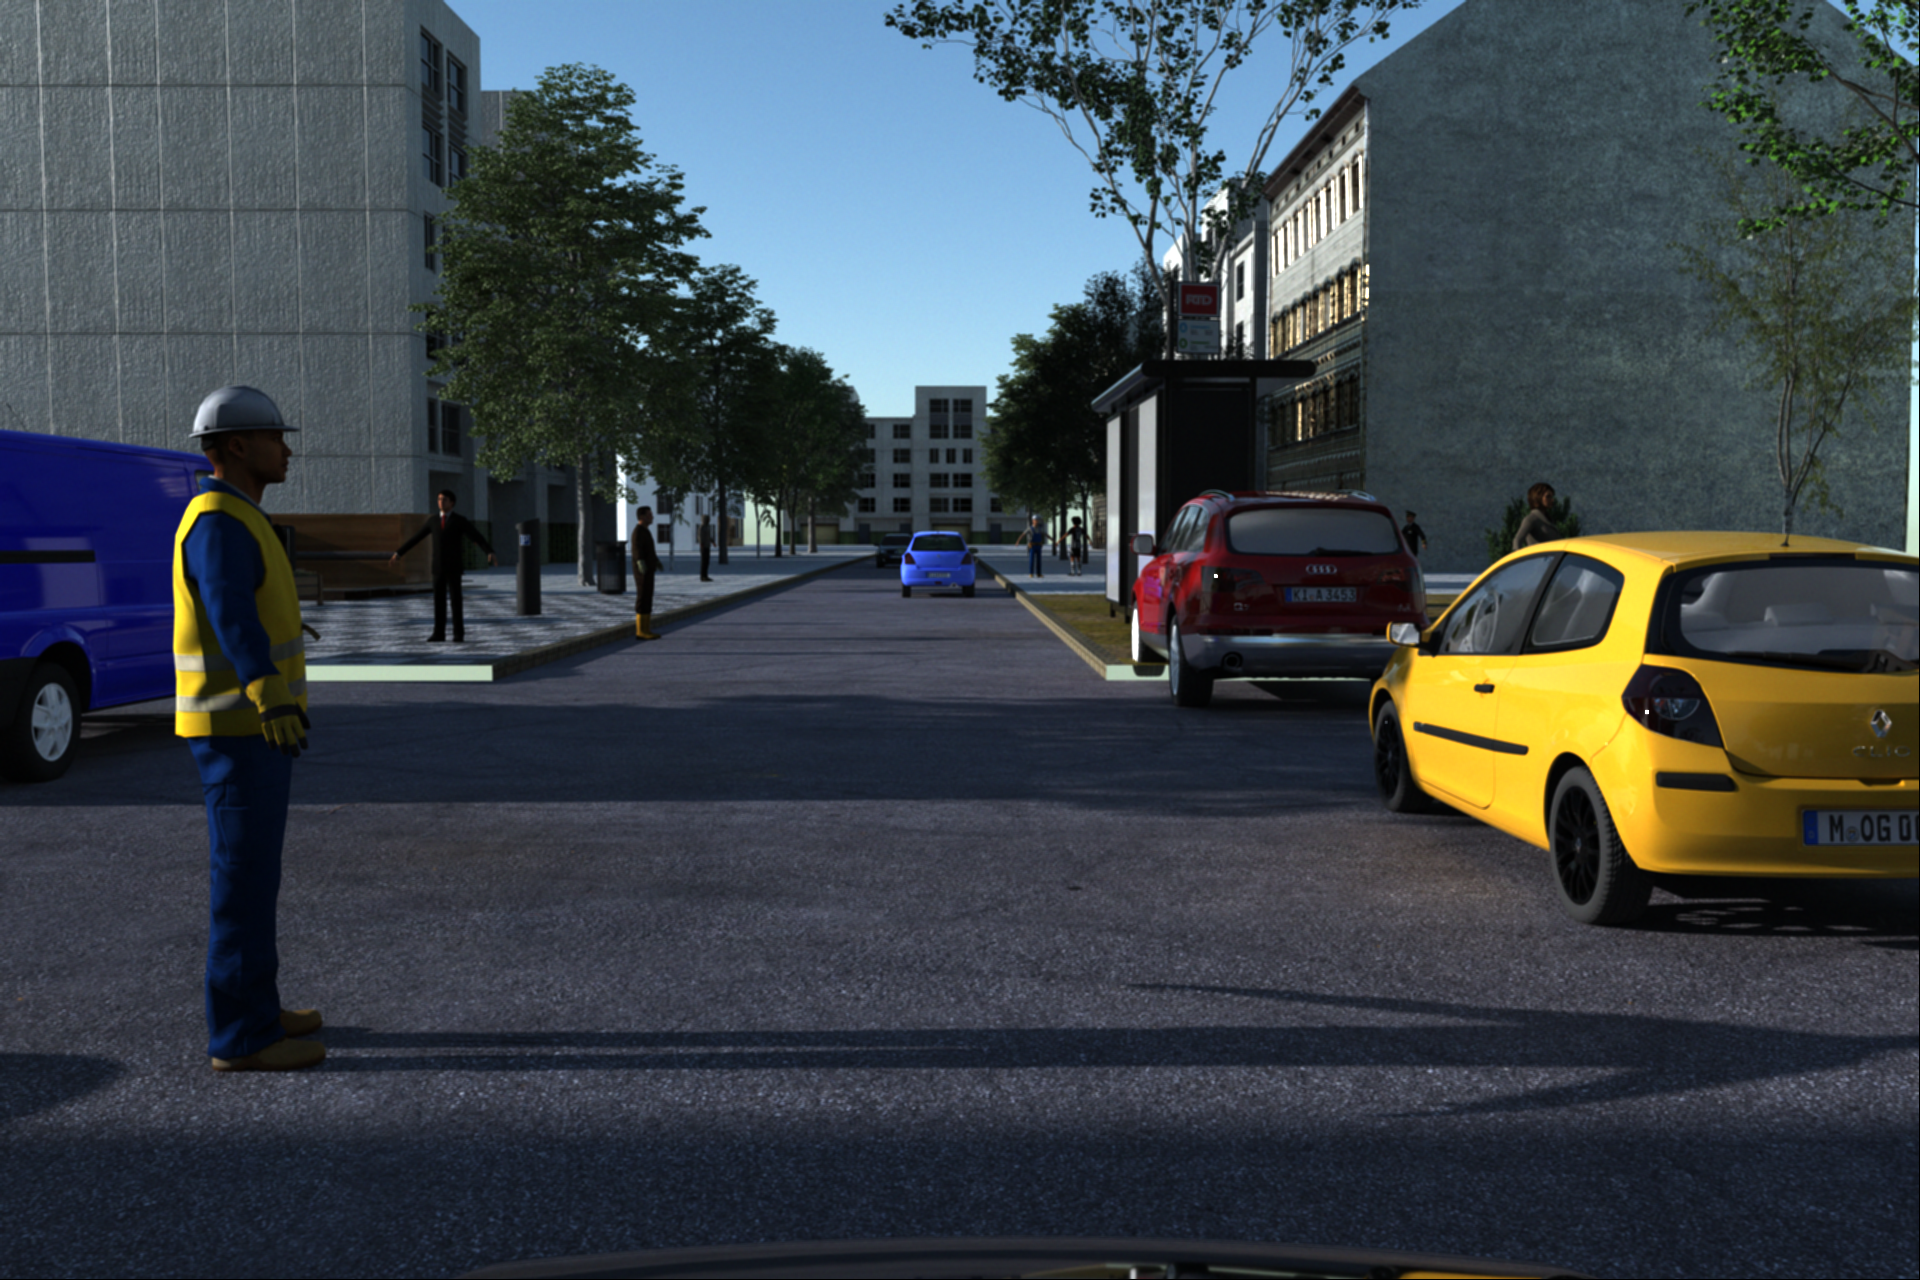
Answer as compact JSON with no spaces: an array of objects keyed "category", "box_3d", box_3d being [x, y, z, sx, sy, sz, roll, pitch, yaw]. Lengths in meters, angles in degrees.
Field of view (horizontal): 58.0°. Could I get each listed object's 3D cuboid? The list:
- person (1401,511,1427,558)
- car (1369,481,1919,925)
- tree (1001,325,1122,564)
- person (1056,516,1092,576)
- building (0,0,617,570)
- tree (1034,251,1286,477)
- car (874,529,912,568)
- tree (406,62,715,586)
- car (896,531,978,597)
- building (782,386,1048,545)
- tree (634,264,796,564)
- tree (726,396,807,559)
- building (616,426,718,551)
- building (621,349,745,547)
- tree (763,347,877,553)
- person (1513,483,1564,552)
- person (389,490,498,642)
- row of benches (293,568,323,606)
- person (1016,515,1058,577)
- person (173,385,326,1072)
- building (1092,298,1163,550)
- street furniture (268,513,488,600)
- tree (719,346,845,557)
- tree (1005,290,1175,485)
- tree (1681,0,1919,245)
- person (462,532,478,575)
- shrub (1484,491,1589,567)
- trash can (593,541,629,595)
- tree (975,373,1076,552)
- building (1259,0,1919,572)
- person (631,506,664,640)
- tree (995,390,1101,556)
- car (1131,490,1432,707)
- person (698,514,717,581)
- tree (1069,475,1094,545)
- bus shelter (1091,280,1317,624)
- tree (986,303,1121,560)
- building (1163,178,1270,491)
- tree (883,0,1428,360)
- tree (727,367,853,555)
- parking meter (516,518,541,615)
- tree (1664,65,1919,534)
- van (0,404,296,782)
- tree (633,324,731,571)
[{"category":"person","box_3d":[10.690,-2.157,41.196,0.705,1.837,1.347,-2,4,-25]},{"category":"car","box_3d":[3.073,0.149,7.791,2.015,1.641,3.980,0,4,-1]},{"category":"tree","box_3d":[5.584,-8.564,74.428,8.767,10.594,7.601,2,4,32]},{"category":"person","box_3d":[3.555,-2.887,53.341,1.345,1.843,0.704,-2,4,-30]},{"category":"building","box_3d":[-25.407,-12.419,69.502,16.747,18.905,31.486,0,4,0]},{"category":"tree","box_3d":[6.383,-7.456,56.325,8.767,10.594,7.601,1,4,11]},{"category":"car","box_3d":[-2.698,-3.971,74.710,2.009,1.686,4.222,0,4,0]},{"category":"tree","box_3d":[-9.673,-7.610,42.548,7.486,12.596,7.792,0,3,0]},{"category":"car","box_3d":[-0.533,-1.889,40.477,1.945,1.707,3.694,0,4,-2]},{"category":"building","box_3d":[-5.413,-21.072,213.437,31.486,18.905,16.747,0,4,-1]},{"category":"tree","box_3d":[-10.363,-9.487,73.247,7.486,12.596,7.792,0,3,0]},{"category":"tree","box_3d":[-10.102,-8.455,88.598,4.737,8.622,4.395,0,3,0]},{"category":"building","box_3d":[-24.961,-12.522,146.881,9.099,9.664,28.070,0,4,0]},{"category":"building","box_3d":[-28.287,-19.536,175.828,16.016,20.090,11.380,0,4,-1]},{"category":"tree","box_3d":[-9.985,-12.894,117.475,9.857,13.997,8.962,0,3,0]},{"category":"person","box_3d":[5.278,-0.536,15.521,1.215,1.744,0.721,-3,5,-43]},{"category":"person","box_3d":[-6.110,-0.881,20.596,1.347,1.806,0.705,0,4,8]},{"category":"row of benches","box_3d":[-12.446,-0.857,29.480,1.422,0.672,4.104,1,4,23]},{"category":"person","box_3d":[2.252,-2.783,51.360,1.347,1.847,0.705,-1,4,-20]},{"category":"person","box_3d":[-1.924,0.225,4.745,0.705,1.833,1.349,-1,4,-22]},{"category":"building","box_3d":[20.787,-18.873,139.495,19.493,23.208,18.063,0,4,-1]},{"category":"street furniture","box_3d":[-15.062,-1.882,37.633,11.010,1.723,9.812,0,4,3]},{"category":"tree","box_3d":[-9.861,-10.354,95.049,9.928,11.665,9.643,0,3,0]},{"category":"tree","box_3d":[5.838,-7.962,64.589,8.767,10.594,7.601,0,4,4]},{"category":"tree","box_3d":[9.282,-5.439,14.682,9.928,11.665,9.643,0,3,0]},{"category":"person","box_3d":[-15.661,-2.918,53.934,1.346,1.802,0.704,1,4,18]},{"category":"shrub","box_3d":[9.306,-1.457,27.870,1.661,2.075,1.752,0,3,0]},{"category":"trash can","box_3d":[-7.389,-1.533,36.715,0.748,1.137,0.748,0,3,0]},{"category":"tree","box_3d":[4.516,-12.480,122.182,7.486,12.596,7.792,0,3,0]},{"category":"building","box_3d":[22.809,-14.445,67.101,19.493,23.208,18.063,0,4,0]},{"category":"person","box_3d":[-4.256,-0.914,23.545,0.704,1.812,1.346,0,4,0]},{"category":"tree","box_3d":[5.363,-10.280,102.482,8.767,10.594,7.601,3,5,43]},{"category":"car","box_3d":[2.774,-0.441,15.892,2.281,1.827,5.304,0,4,0]},{"category":"person","box_3d":[-6.889,-2.501,47.024,0.705,1.813,1.348,0,4,8]},{"category":"tree","box_3d":[16.032,-17.317,208.882,9.928,11.665,9.643,0,3,0]},{"category":"bus shelter","box_3d":[3.144,-2.905,25.131,2.179,5.291,8.768,0,4,-1]},{"category":"tree","box_3d":[5.152,-10.214,85.128,7.486,12.596,7.792,0,3,0]},{"category":"building","box_3d":[21.528,-13.973,94.919,16.747,18.905,31.486,0,4,-1]},{"category":"tree","box_3d":[4.443,-11.406,42.376,12.611,20.169,13.585,0,3,0]},{"category":"tree","box_3d":[-10.380,-11.022,105.958,9.928,11.665,9.643,0,3,0]},{"category":"parking meter","box_3d":[-6.851,-1.167,27.486,0.372,1.533,0.369,0,3,0]},{"category":"tree","box_3d":[13.236,-4.752,28.055,4.360,8.622,3.978,0,3,0]},{"category":"van","box_3d":[-6.193,-0.444,11.649,2.240,2.365,5.245,0,4,-1]},{"category":"tree","box_3d":[-10.236,-6.697,59.863,4.360,8.622,3.978,0,3,0]}]
